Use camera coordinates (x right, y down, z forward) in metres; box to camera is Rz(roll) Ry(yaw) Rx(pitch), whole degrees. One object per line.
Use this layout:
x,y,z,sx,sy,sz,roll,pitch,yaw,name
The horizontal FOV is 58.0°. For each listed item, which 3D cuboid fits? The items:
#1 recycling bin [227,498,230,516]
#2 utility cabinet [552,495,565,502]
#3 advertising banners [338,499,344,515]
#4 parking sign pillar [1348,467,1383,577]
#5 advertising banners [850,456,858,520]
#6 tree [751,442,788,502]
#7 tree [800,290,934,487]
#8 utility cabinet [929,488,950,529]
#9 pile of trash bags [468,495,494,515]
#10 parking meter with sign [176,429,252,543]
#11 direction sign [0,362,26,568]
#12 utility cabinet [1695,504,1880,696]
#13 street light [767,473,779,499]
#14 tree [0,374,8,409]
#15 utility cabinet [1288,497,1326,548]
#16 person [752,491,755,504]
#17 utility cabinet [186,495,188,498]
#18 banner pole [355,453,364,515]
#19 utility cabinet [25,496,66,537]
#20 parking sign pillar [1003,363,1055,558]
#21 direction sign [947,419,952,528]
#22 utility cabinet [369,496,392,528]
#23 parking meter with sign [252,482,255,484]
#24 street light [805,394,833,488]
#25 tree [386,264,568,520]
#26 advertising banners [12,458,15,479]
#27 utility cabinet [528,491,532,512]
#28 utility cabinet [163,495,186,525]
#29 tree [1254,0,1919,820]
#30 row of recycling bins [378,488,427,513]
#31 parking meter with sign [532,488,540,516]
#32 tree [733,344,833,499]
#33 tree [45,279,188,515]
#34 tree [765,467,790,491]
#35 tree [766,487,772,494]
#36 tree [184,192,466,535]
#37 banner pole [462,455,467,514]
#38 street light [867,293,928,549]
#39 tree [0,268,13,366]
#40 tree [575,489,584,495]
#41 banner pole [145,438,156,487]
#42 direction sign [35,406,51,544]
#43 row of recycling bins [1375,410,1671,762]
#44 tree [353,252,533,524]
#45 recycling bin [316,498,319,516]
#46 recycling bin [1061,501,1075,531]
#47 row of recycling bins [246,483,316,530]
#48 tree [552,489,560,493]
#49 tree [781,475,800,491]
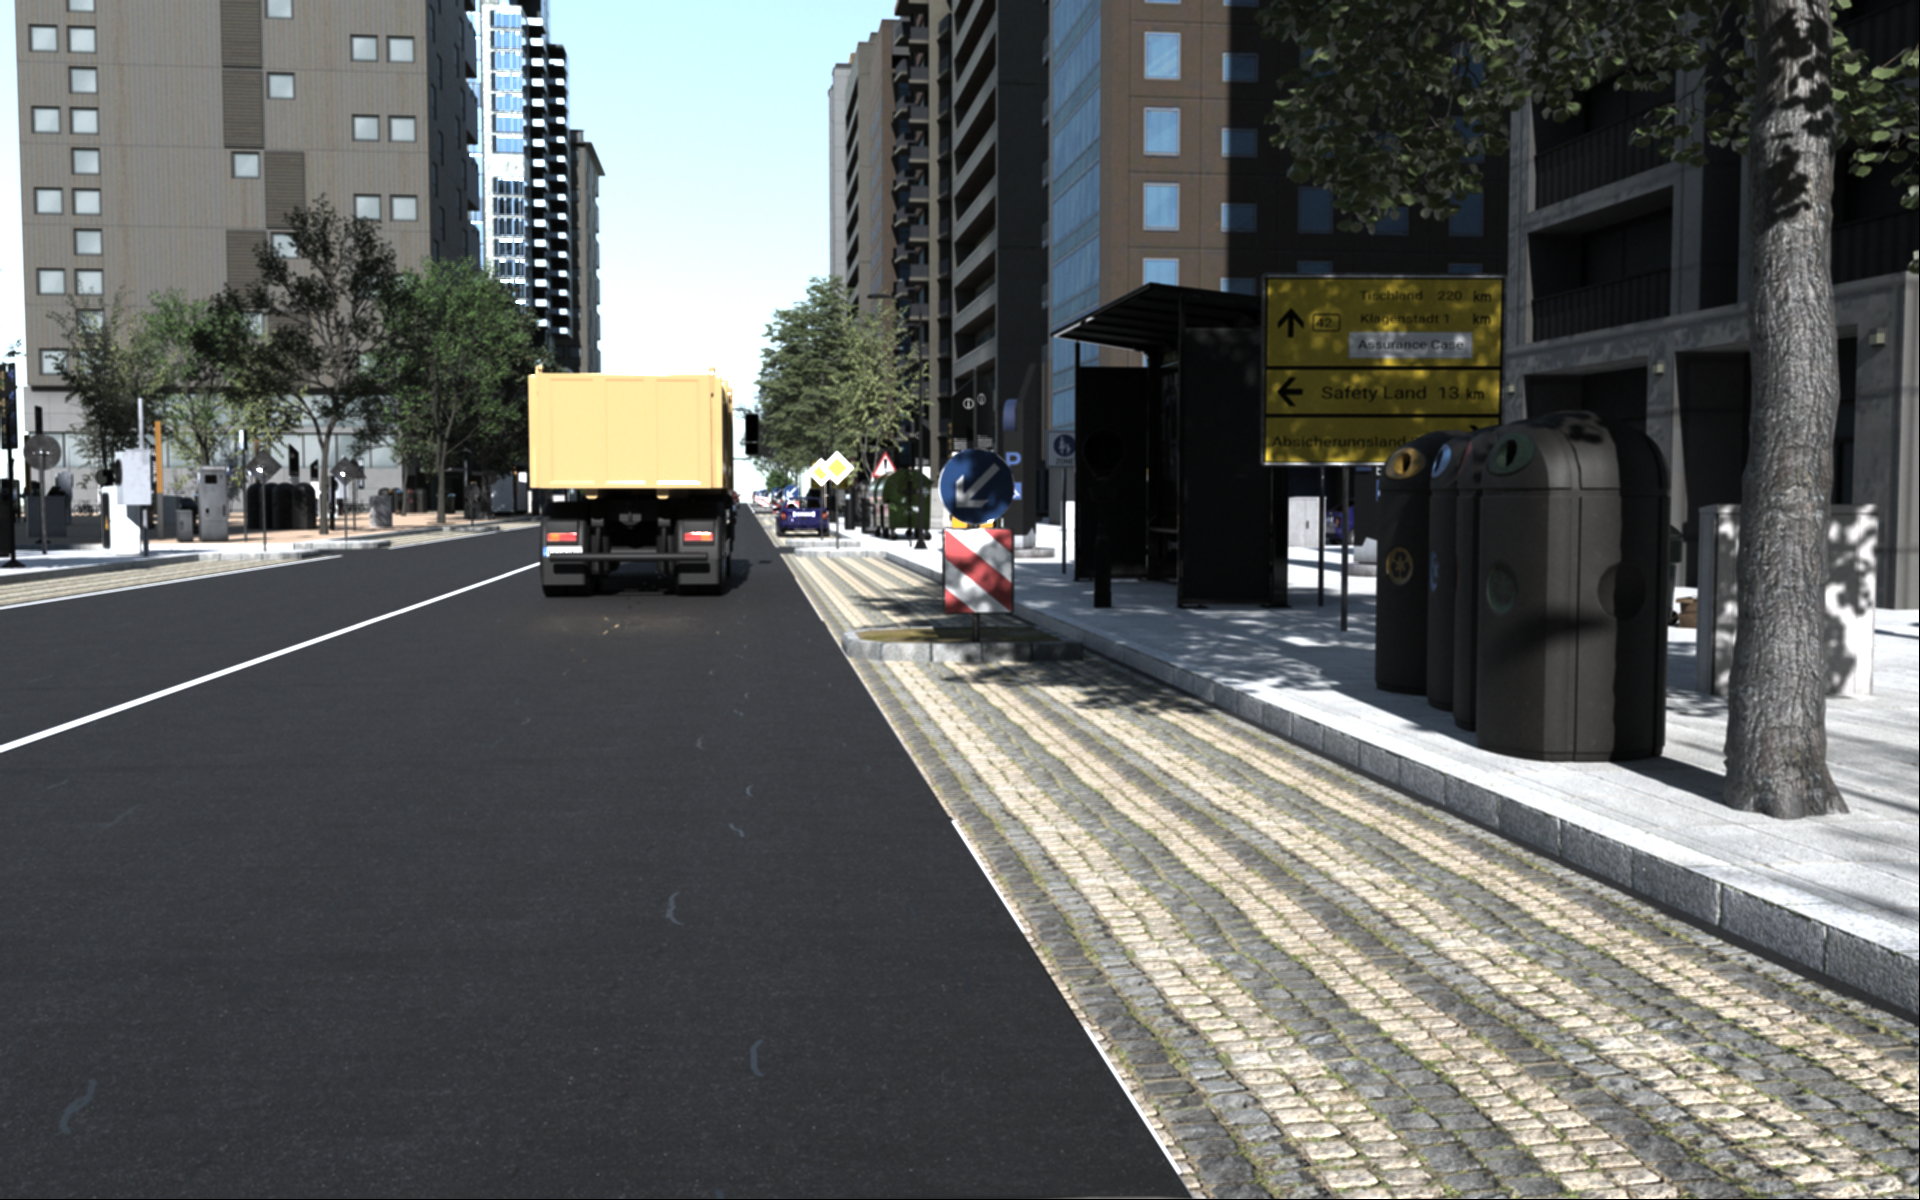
-43.499,-5.467,101.945,0.722,1.027,0.722,0,4,6,recycling bin
-27.978,-6.723,121.087,1.020,1.237,0.306,-2,4,-30,utility cabinet
-37.364,-6.625,104.505,0.090,3.025,2.074,0,4,-4,advertising banners
6.808,-2.366,27.162,1.447,3.967,1.447,-2,4,-32,parking sign pillar
-4.651,-5.129,80.053,0.090,3.025,2.074,-2,4,-26,advertising banners
-29.488,-21.257,273.302,9.928,11.665,9.643,0,3,0,tree
-3.136,-6.923,63.546,4.737,8.622,4.395,0,3,0,tree
-0.830,-3.305,62.715,0.318,1.500,1.173,-2,4,-35,utility cabinet
-29.961,-6.061,108.850,1.912,1.369,3.447,-1,4,-13,pile of trash bags
-20.006,-3.061,46.302,1.738,3.016,0.543,-2,4,-34,parking meter with sign
-16.547,-2.335,30.171,0.379,3.537,0.876,-3,5,-44,direction sign
5.307,0.001,11.143,1.020,1.237,0.306,0,4,2,utility cabinet
-21.397,-13.833,198.707,1.470,5.913,1.316,0,4,-7,street light
-16.660,-2.649,27.025,4.285,4.588,4.351,0,3,0,tree
8.272,-1.849,41.392,0.306,1.237,1.020,-2,4,-32,utility cabinet
-28.961,-14.352,243.085,0.705,1.831,1.348,0,4,7,person
-44.051,-5.303,97.865,1.020,1.237,0.306,2,4,26,utility cabinet
-36.625,-7.068,105.580,0.863,3.779,0.401,2,4,26,banner pole
-27.373,-2.490,51.868,1.020,1.237,0.306,-3,5,-40,utility cabinet
1.217,-2.857,35.184,1.447,3.967,1.447,1,4,14,parking sign pillar
-0.225,-3.701,52.500,0.379,3.537,0.876,1,4,20,direction sign
-22.380,-3.411,66.926,0.306,1.237,1.020,1,4,19,utility cabinet
-45.809,-7.085,112.098,0.543,3.016,1.738,-2,4,-23,parking meter with sign
-6.519,-6.609,80.598,1.470,5.913,1.316,0,4,-7,street light
-23.767,-10.384,86.787,9.611,12.733,9.660,0,3,0,tree
-46.374,-5.381,84.167,0.090,3.025,2.074,0,4,-4,advertising banners
-29.791,-6.752,119.067,1.173,1.500,0.318,2,4,30,utility cabinet
-32.345,-3.662,71.039,1.020,1.237,0.306,2,4,25,utility cabinet
2.955,-5.428,6.868,7.486,12.596,7.792,0,3,0,tree
-37.684,-6.724,117.044,1.069,1.692,3.534,3,5,39,row of recycling bins
-25.568,-6.607,104.289,0.543,3.016,1.738,-1,4,-12,parking meter with sign
-13.377,-14.072,140.441,12.009,13.543,11.850,0,3,0,tree
-29.459,-6.717,60.191,4.360,8.622,3.978,0,3,0,tree
-21.783,-13.683,207.435,4.285,4.588,4.351,0,3,0,tree
-27.135,-15.566,249.108,1.663,3.219,1.824,0,3,0,tree
-20.199,-7.338,54.383,8.767,10.594,7.601,0,4,-7,tree
-31.918,-7.447,111.779,0.401,3.779,0.863,-2,4,-34,banner pole
-1.456,-4.141,40.251,1.470,5.913,1.316,0,4,-7,street light
-30.623,-6.241,52.409,4.360,8.622,3.978,0,3,0,tree
-30.992,-9.078,143.021,1.663,3.219,1.824,0,3,0,tree
-36.323,-5.372,77.854,0.401,3.779,0.863,3,5,41,banner pole
-23.826,-3.235,44.883,0.379,3.537,0.876,-1,4,-19,direction sign
3.153,-0.174,9.964,1.069,1.692,3.534,0,4,3,row of recycling bins
-22.380,-9.103,74.596,9.928,11.665,9.643,0,3,0,tree
-37.651,-5.374,100.412,0.722,1.027,0.722,1,4,9,recycling bin
3.900,-2.899,59.956,0.722,1.027,0.722,0,4,-7,recycling bin
-24.772,-3.426,63.132,3.534,1.692,1.069,2,4,34,row of recycling bins
-27.383,-7.450,116.410,1.663,3.219,1.824,0,3,0,tree
-19.522,-12.331,196.213,1.663,3.219,1.824,0,3,0,tree
